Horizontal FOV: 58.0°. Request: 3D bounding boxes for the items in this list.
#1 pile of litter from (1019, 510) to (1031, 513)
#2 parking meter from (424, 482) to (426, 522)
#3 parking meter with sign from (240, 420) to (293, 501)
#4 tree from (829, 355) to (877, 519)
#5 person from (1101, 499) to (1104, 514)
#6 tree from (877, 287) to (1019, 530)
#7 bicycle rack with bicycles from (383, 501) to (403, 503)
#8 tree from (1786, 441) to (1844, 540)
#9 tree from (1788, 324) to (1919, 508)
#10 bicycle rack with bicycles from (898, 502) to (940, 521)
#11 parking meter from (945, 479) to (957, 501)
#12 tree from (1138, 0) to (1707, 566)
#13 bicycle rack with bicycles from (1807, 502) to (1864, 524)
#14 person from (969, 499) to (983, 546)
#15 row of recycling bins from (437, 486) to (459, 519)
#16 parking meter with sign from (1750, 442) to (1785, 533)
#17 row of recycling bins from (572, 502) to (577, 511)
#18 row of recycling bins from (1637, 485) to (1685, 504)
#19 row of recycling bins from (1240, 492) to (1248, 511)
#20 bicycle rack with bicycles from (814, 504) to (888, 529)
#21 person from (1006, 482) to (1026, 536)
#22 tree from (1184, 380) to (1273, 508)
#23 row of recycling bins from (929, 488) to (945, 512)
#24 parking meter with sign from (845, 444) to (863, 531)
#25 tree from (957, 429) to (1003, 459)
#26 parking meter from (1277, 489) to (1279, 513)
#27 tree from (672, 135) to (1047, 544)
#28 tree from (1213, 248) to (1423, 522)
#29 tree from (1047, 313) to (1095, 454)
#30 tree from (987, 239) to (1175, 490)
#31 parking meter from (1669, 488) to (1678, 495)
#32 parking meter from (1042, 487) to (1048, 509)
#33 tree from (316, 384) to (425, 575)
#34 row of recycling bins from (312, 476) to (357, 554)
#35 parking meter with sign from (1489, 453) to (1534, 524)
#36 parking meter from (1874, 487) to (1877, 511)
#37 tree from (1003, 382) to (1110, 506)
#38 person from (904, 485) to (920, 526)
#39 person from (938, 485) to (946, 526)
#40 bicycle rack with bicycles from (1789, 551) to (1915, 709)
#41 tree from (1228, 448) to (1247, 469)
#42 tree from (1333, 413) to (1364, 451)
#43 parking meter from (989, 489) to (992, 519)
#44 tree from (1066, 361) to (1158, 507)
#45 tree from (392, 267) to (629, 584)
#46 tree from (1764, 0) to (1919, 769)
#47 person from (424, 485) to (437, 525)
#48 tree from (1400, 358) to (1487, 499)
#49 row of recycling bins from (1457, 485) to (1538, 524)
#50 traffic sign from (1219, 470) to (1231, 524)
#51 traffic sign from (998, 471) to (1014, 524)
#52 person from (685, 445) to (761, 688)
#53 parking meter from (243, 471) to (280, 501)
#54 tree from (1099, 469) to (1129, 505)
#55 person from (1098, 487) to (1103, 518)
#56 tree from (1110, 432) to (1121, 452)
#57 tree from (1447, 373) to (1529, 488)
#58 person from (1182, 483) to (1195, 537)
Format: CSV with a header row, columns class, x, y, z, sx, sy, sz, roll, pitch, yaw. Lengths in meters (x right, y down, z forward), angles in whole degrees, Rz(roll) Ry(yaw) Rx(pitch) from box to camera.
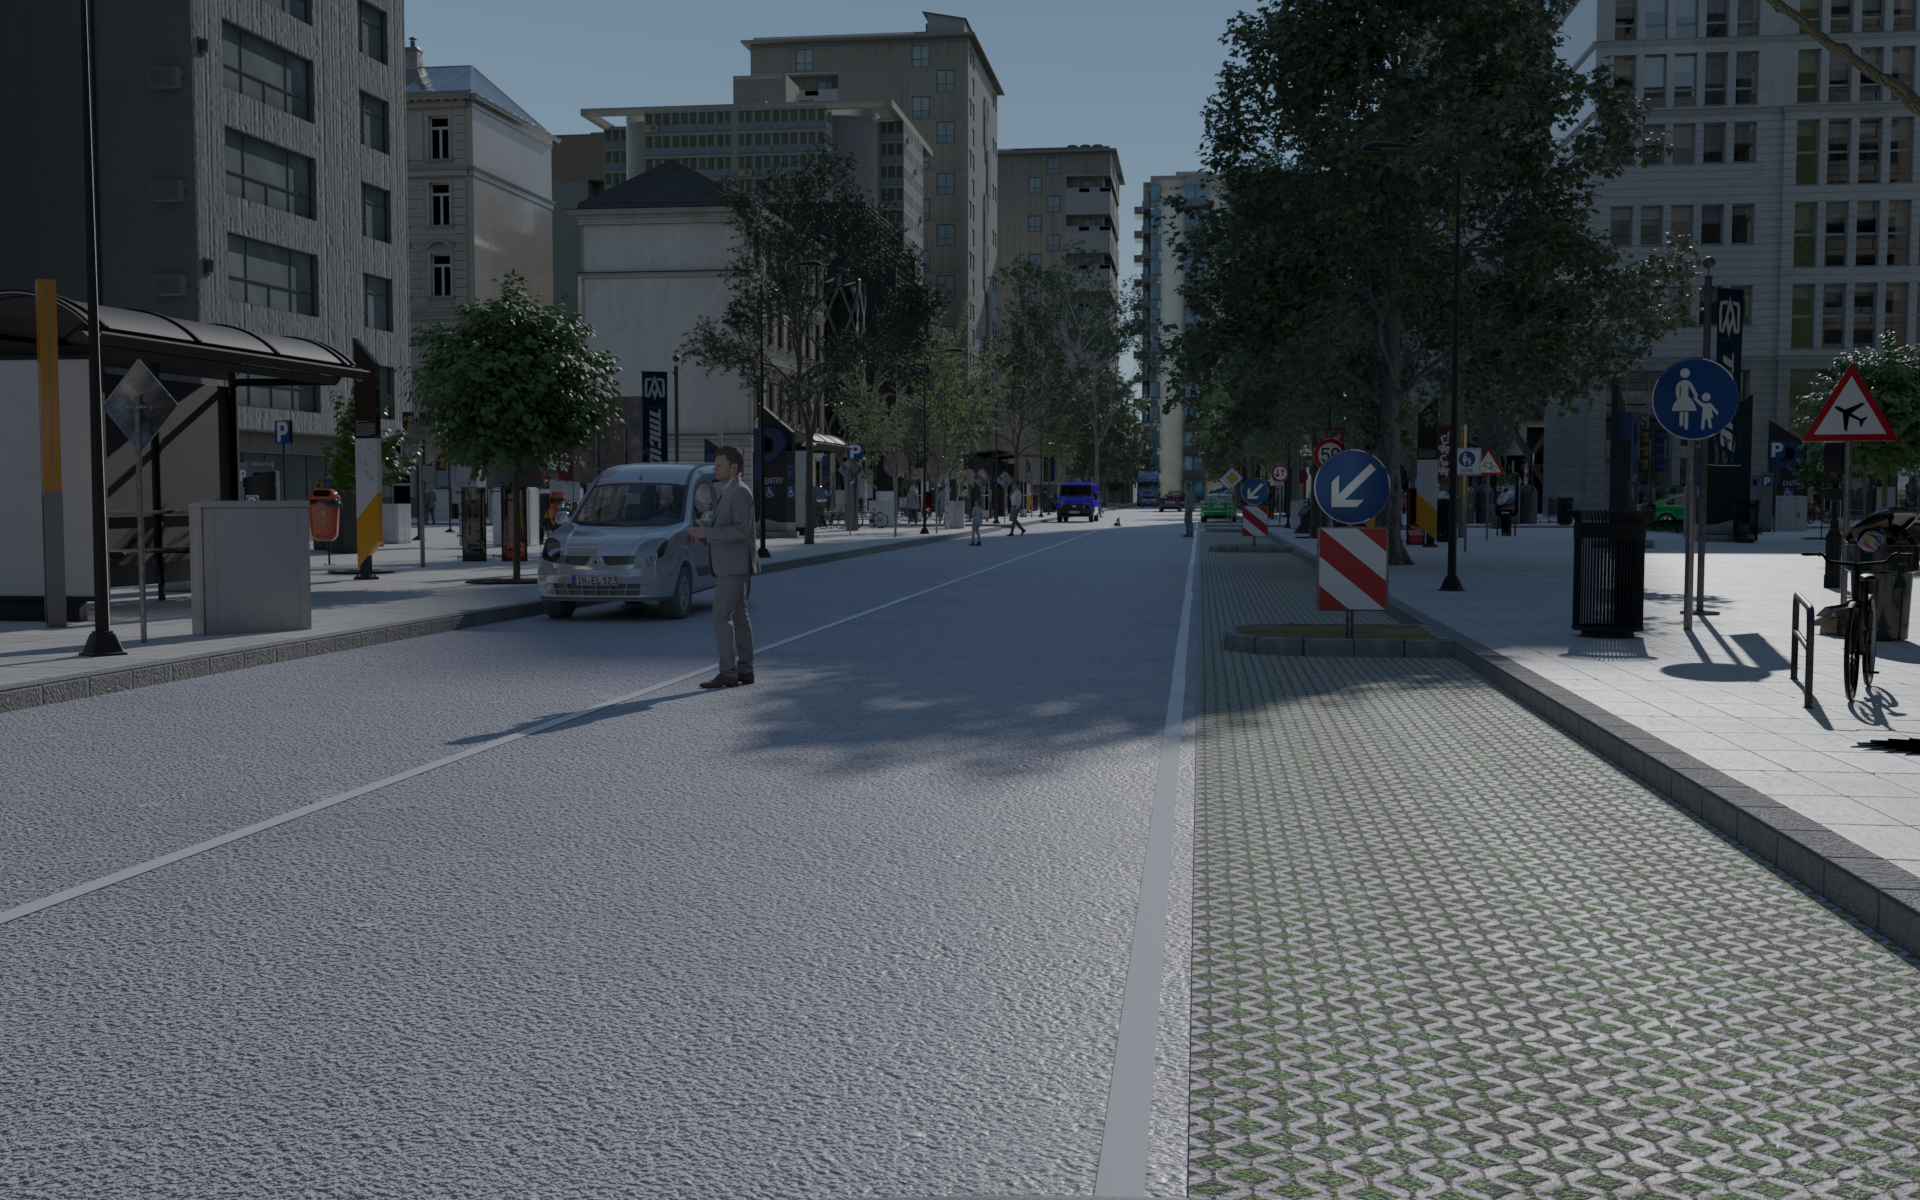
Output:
class,x,y,z,sx,sy,sz,roll,pitch,yaw
pile of litter,4.243,-6.297,116.925,1.176,0.858,1.719,-3,5,-43
parking meter,-24.439,-4.467,78.746,0.255,1.863,0.399,0,4,-7
parking meter with sign,-16.391,-2.690,40.240,0.543,3.016,1.738,2,4,32
tree,-4.698,-8.575,90.570,4.360,8.622,3.978,0,3,0
person,10.134,-7.098,125.227,0.598,1.740,0.731,2,4,27
tree,-0.222,-6.850,62.355,4.360,8.622,3.978,0,3,0
bicycle rack with bicycles,-39.894,-6.341,117.063,2.925,0.926,2.852,2,4,32
tree,24.255,-3.325,48.967,1.663,3.219,1.824,0,3,0
tree,17.994,-3.060,33.744,4.285,4.588,4.351,0,3,0
bicycle rack with bicycles,-2.242,-4.248,82.837,2.925,0.926,2.852,0,4,5
parking meter,-0.340,-3.715,66.453,0.399,1.863,0.255,3,5,40
tree,7.900,-6.989,31.279,9.611,12.733,9.660,0,3,0
bicycle rack with bicycles,36.961,-3.708,74.012,2.925,0.926,2.852,-1,4,-19
person,0.434,-2.158,48.055,0.394,1.301,0.425,2,4,28
row of recycling bins,-26.018,-5.102,90.534,1.069,1.692,3.534,1,4,22
parking meter with sign,27.093,-3.806,58.482,0.543,3.016,1.738,0,4,-3
row of recycling bins,-12.209,-3.161,58.801,1.069,1.692,3.534,-3,5,-41
row of recycling bins,30.776,-4.268,76.887,3.534,1.692,1.069,-1,4,-21
row of recycling bins,23.017,-7.911,136.458,1.069,1.692,3.534,2,4,29
bicycle rack with bicycles,-4.423,-3.086,63.832,2.925,0.926,2.852,1,4,22
person,1.906,-3.105,59.363,0.850,1.850,0.679,-2,4,-29
tree,25.477,-15.475,159.666,9.857,13.997,8.962,0,3,0
row of recycling bins,-1.810,-7.132,123.716,1.069,1.692,3.534,-2,4,-33
parking meter with sign,-3.782,-3.944,60.746,0.543,3.016,1.738,-1,4,-11
tree,1.309,-11.707,141.764,4.737,8.622,4.395,0,3,0
parking meter,21.603,-6.806,116.984,0.255,1.863,0.399,-2,4,-29
tree,-3.631,-6.719,44.265,8.767,10.594,7.601,3,4,37
tree,12.262,-8.609,58.880,7.486,12.596,7.792,0,3,0
tree,2.793,-9.015,81.802,7.601,10.594,8.767,1,4,17
tree,8.691,-16.560,126.649,12.611,20.169,13.585,0,3,0
parking meter,29.293,-3.837,71.138,0.372,1.533,0.369,0,3,0
parking meter,6.726,-8.056,137.428,0.399,1.863,0.255,-1,4,-13
tree,-9.740,-2.033,27.837,1.663,3.219,1.824,0,3,0
row of recycling bins,-13.754,-1.931,38.677,1.069,1.692,3.534,-2,4,-28
parking meter with sign,23.327,-4.711,73.281,1.738,3.016,0.543,2,4,26
parking meter,40.858,-4.362,77.030,0.399,1.863,0.255,2,4,28
tree,6.167,-9.792,110.461,4.737,8.622,4.395,0,3,0
person,-2.045,-3.888,72.249,0.709,1.800,0.728,1,4,23
person,-0.640,-3.720,69.448,0.709,1.813,0.853,1,4,12
bicycle rack with bicycles,6.424,0.151,10.906,2.852,0.926,2.925,2,4,24
tree,27.138,-13.410,169.622,4.737,8.622,4.395,0,3,0
tree,30.471,-11.623,140.395,4.737,8.622,4.395,0,3,0
parking meter,1.464,-4.996,90.100,0.372,1.533,0.369,0,3,0
tree,13.839,-15.844,165.702,9.857,13.997,8.962,0,3,0
tree,-6.552,-2.533,25.125,4.285,4.588,4.351,0,3,0
tree,4.946,-5.044,8.220,9.928,11.665,9.643,0,3,0
person,-22.160,-3.887,72.226,0.590,1.801,0.661,2,4,29
tree,25.068,-8.527,89.773,4.737,8.622,4.395,0,3,0
row of recycling bins,23.103,-4.141,74.824,3.534,1.692,1.069,0,4,1
traffic sign,11.384,-4.267,73.414,0.795,2.450,0.064,0,4,8
traffic sign,1.933,-4.349,74.740,0.795,2.450,0.064,0,4,8
person,-1.796,-0.262,12.981,0.583,1.804,0.606,-1,4,-21
parking meter,-7.670,-0.650,19.046,0.372,1.533,0.369,0,3,0
tree,17.500,-13.091,197.756,4.285,4.588,4.351,0,3,0
person,8.157,-5.782,103.023,0.713,1.824,0.794,-2,4,-31
tree,15.554,-14.380,185.472,4.737,8.622,4.395,0,3,0
tree,25.136,-8.002,81.202,4.360,8.622,3.978,0,3,0
person,7.656,-3.014,57.874,0.391,1.810,0.635,0,4,-5
